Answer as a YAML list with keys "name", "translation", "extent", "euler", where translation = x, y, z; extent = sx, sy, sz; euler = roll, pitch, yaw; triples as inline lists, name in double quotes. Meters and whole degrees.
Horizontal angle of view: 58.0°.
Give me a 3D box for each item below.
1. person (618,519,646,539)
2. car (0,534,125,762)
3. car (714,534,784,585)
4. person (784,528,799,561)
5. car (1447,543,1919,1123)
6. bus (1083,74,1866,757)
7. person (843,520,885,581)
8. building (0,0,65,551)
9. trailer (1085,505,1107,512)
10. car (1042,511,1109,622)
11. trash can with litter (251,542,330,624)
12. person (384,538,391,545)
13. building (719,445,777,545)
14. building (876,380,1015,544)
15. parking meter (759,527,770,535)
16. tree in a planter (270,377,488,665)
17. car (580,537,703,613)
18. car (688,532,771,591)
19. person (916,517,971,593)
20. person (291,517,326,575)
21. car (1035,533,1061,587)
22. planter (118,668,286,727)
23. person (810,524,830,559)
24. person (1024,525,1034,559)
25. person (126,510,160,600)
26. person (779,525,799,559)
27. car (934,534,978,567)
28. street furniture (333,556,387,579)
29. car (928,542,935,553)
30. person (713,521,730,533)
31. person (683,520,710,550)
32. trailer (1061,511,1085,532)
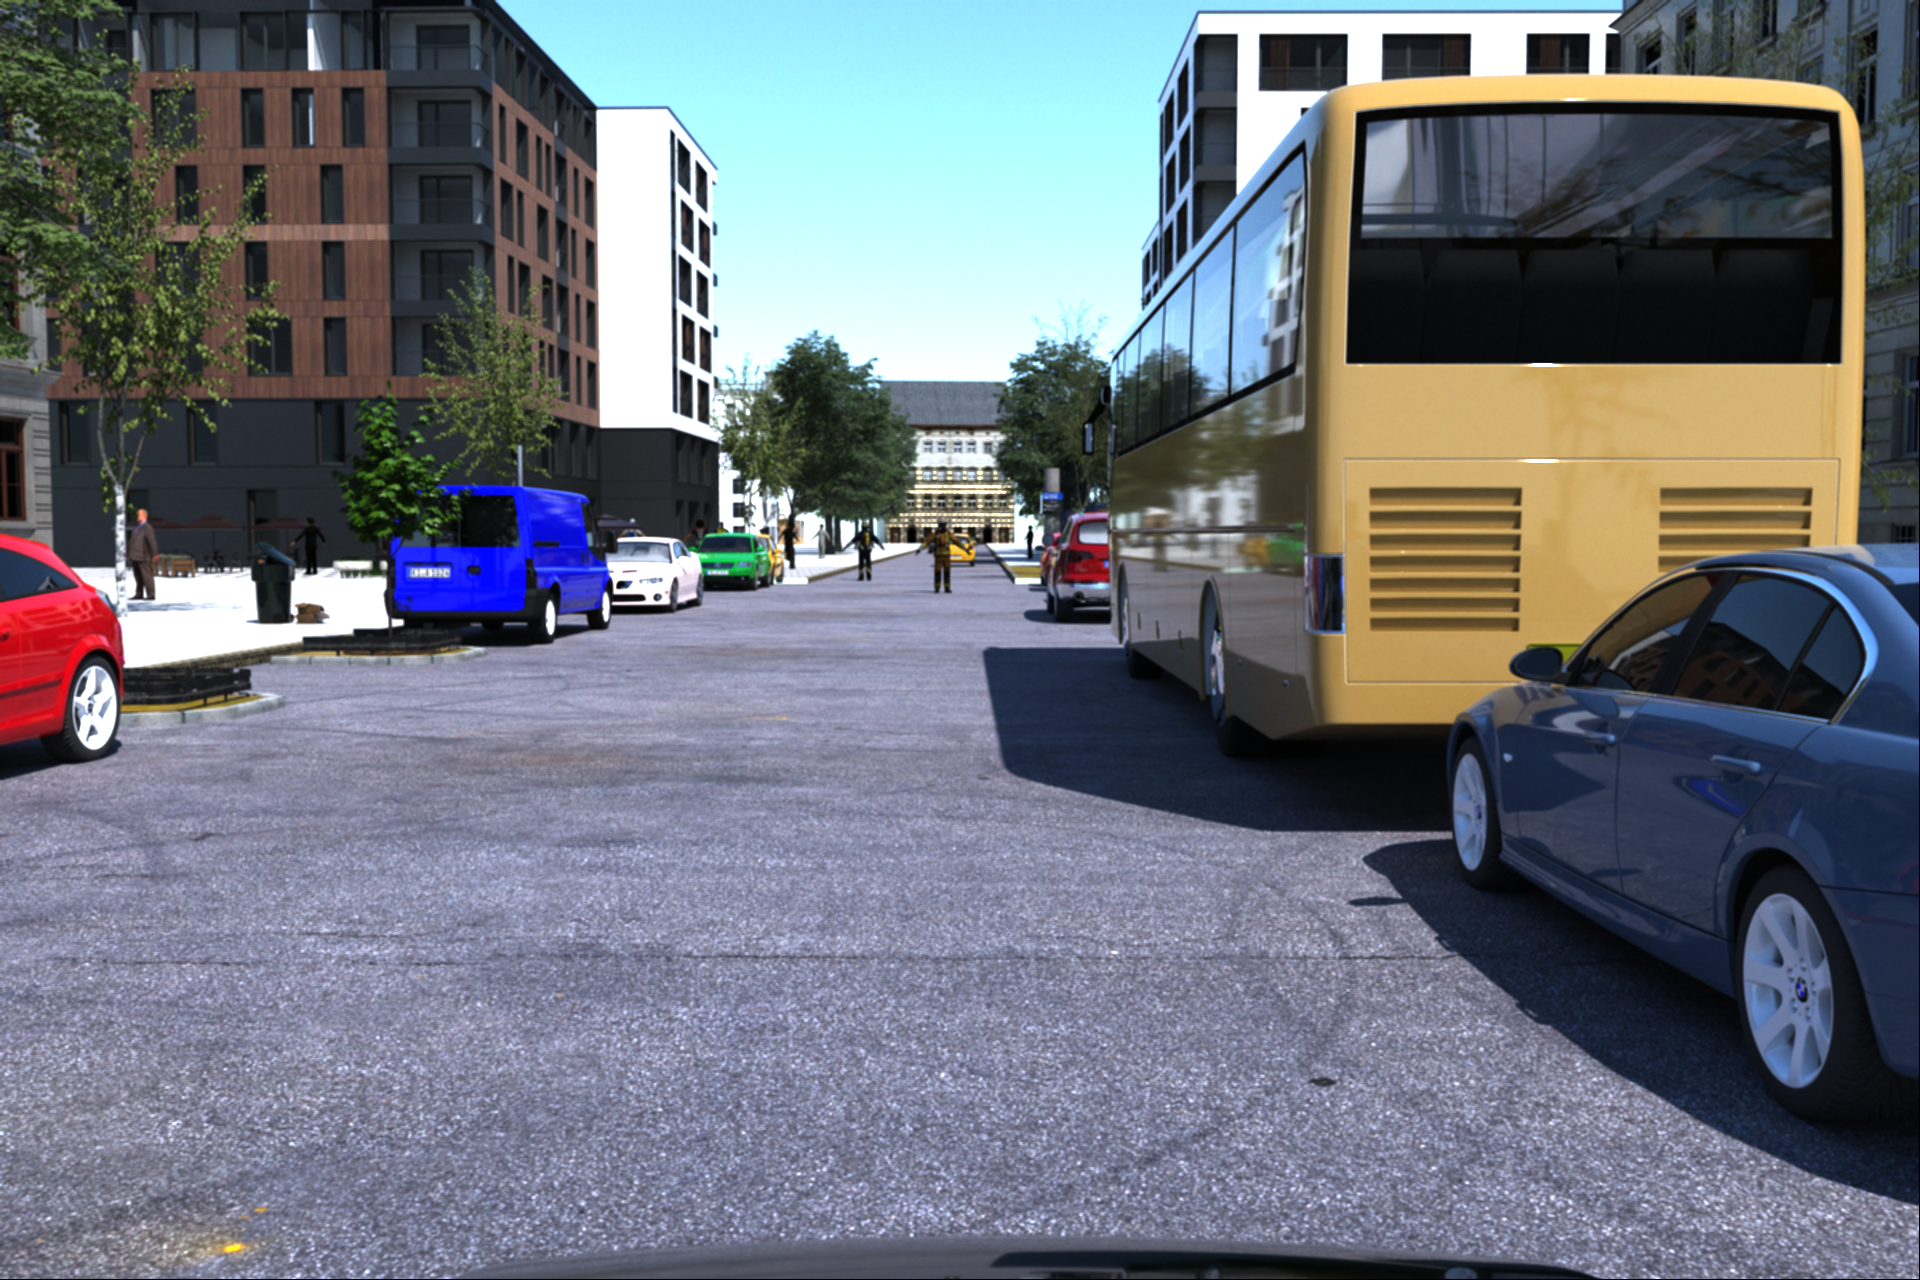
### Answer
- name: "person"
  translation: [-12.087, -3.557, 64.014]
  extent: [1.347, 1.847, 0.705]
  euler: [0, 4, 7]
- name: "car"
  translation: [-6.358, -0.027, 9.482]
  extent: [2.155, 1.783, 4.494]
  euler: [0, 4, 1]
- name: "car"
  translation: [-6.072, -2.419, 49.774]
  extent: [2.015, 1.641, 3.980]
  euler: [0, 3, 0]
- name: "person"
  translation: [-8.150, -4.711, 83.249]
  extent: [0.704, 1.802, 1.346]
  euler: [-2, 4, -34]
- name: "car"
  translation: [2.906, 0.398, 5.503]
  extent: [2.014, 1.417, 4.499]
  euler: [0, 4, 1]
- name: "bus"
  translation: [2.859, -1.370, 13.940]
  extent: [2.896, 3.916, 12.252]
  euler: [0, 3, 0]
- name: "person"
  translation: [-2.937, -2.756, 53.290]
  extent: [1.354, 1.856, 0.705]
  euler: [-1, 4, -22]
- name: "building"
  translation: [-28.096, -12.063, 33.392]
  extent: [11.583, 22.565, 21.152]
  euler: [0, 4, 1]
- name: "trailer"
  translation: [3.082, -1.744, 35.562]
  extent: [1.471, 1.999, 3.904]
  euler: [0, 4, 0]
- name: "car"
  translation: [2.567, -1.289, 29.746]
  extent: [2.281, 1.827, 5.304]
  euler: [0, 4, 1]
- name: "trash can with litter"
  translation: [-9.621, -0.828, 24.919]
  extent: [1.055, 1.170, 0.624]
  euler: [0, 4, 0]
- name: "person"
  translation: [-20.357, -3.430, 62.209]
  extent: [0.705, 1.813, 1.348]
  euler: [1, 4, 11]
- name: "building"
  translation: [-23.172, -14.371, 177.112]
  extent: [9.099, 9.664, 28.070]
  euler: [0, 3, 0]
- name: "building"
  translation: [-2.384, -25.277, 246.662]
  extent: [18.063, 23.208, 19.493]
  euler: [0, 4, -6]
- name: "parking meter"
  translation: [-6.606, -3.061, 58.452]
  extent: [0.372, 1.533, 0.369]
  euler: [0, 3, 0]
- name: "tree in a planter"
  translation: [-6.565, -1.384, 19.857]
  extent: [1.991, 3.239, 1.994]
  euler: [0, 4, 1]
- name: "car"
  translation: [-6.087, -1.264, 33.036]
  extent: [2.083, 1.381, 4.827]
  euler: [0, 4, 1]
- name: "car"
  translation: [-6.004, -2.226, 45.184]
  extent: [1.959, 1.807, 4.718]
  euler: [0, 4, 0]
- name: "person"
  translation: [-0.424, -2.074, 42.139]
  extent: [1.354, 1.858, 0.705]
  euler: [-1, 4, -10]
- name: "person"
  translation: [-20.518, -2.966, 54.687]
  extent: [0.705, 1.806, 1.347]
  euler: [2, 4, 27]
- name: "car"
  translation: [3.191, -2.419, 48.587]
  extent: [2.155, 1.783, 4.494]
  euler: [0, 4, 1]
- name: "planter"
  translation: [-6.588, 0.444, 13.880]
  extent: [1.991, 0.319, 1.994]
  euler: [0, 4, 1]
- name: "person"
  translation: [-7.188, -5.104, 89.643]
  extent: [1.347, 1.806, 0.705]
  euler: [3, 4, 38]
- name: "person"
  translation: [3.514, -5.027, 88.904]
  extent: [0.721, 1.740, 1.216]
  euler: [1, 4, 23]
- name: "person"
  translation: [-15.857, -1.648, 33.538]
  extent: [0.990, 1.755, 0.434]
  euler: [2, 4, 34]
- name: "person"
  translation: [-8.706, -4.990, 87.730]
  extent: [0.704, 1.812, 1.346]
  euler: [3, 5, 44]
- name: "car"
  translation: [-0.177, -4.134, 77.812]
  extent: [2.015, 1.641, 3.980]
  euler: [0, 4, 1]
- name: "street furniture"
  translation: [-13.739, -2.230, 52.091]
  extent: [10.072, 0.657, 5.734]
  euler: [0, 4, -2]
- name: "car"
  translation: [-1.468, -7.282, 128.841]
  extent: [2.009, 1.686, 4.222]
  euler: [0, 4, 1]
- name: "person"
  translation: [-10.132, -4.145, 73.747]
  extent: [1.349, 1.833, 0.705]
  euler: [0, 4, -5]
- name: "person"
  translation: [-9.915, -3.669, 66.126]
  extent: [1.345, 1.843, 0.704]
  euler: [-1, 4, -10]
- name: "trailer"
  translation: [3.072, -2.258, 43.960]
  extent: [1.471, 1.999, 3.904]
  euler: [0, 4, 1]
